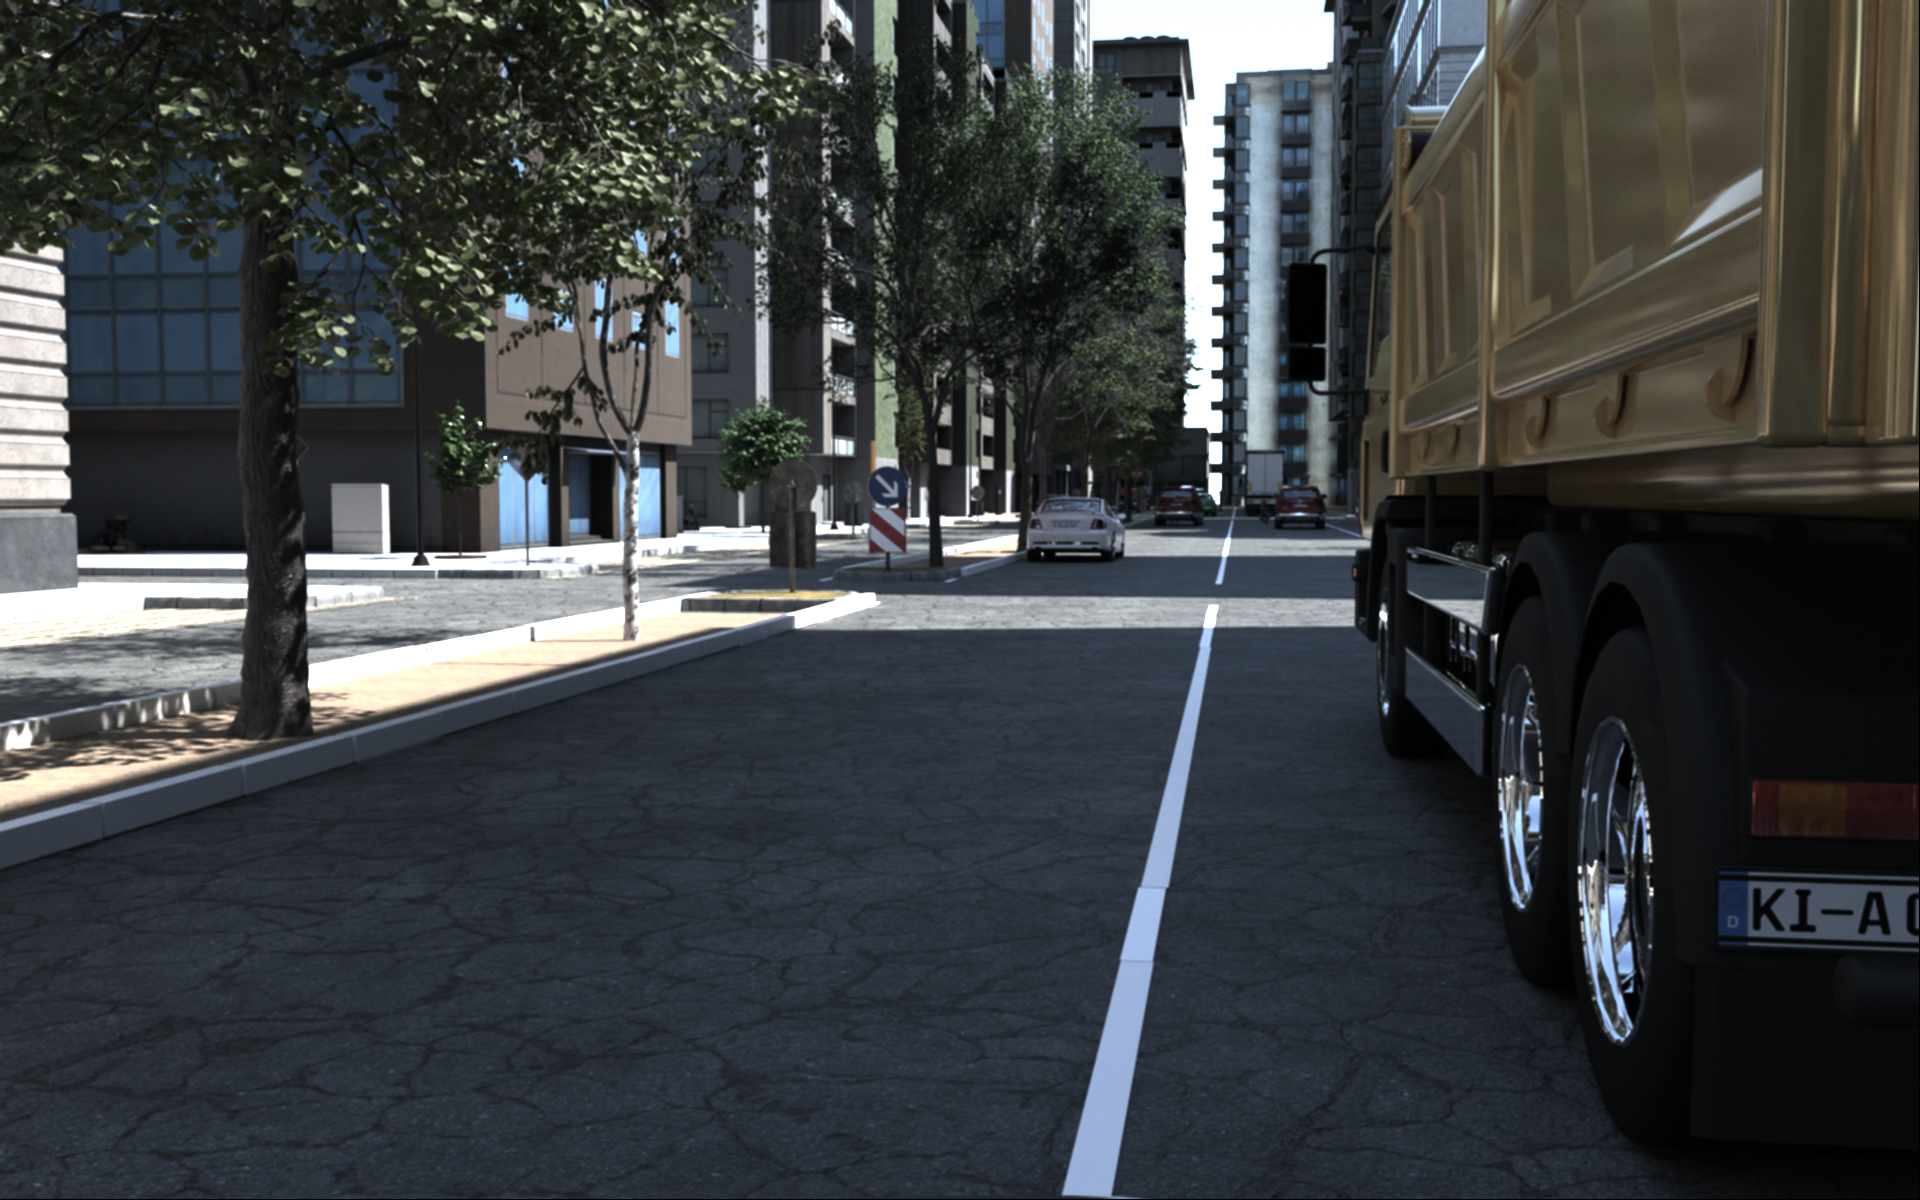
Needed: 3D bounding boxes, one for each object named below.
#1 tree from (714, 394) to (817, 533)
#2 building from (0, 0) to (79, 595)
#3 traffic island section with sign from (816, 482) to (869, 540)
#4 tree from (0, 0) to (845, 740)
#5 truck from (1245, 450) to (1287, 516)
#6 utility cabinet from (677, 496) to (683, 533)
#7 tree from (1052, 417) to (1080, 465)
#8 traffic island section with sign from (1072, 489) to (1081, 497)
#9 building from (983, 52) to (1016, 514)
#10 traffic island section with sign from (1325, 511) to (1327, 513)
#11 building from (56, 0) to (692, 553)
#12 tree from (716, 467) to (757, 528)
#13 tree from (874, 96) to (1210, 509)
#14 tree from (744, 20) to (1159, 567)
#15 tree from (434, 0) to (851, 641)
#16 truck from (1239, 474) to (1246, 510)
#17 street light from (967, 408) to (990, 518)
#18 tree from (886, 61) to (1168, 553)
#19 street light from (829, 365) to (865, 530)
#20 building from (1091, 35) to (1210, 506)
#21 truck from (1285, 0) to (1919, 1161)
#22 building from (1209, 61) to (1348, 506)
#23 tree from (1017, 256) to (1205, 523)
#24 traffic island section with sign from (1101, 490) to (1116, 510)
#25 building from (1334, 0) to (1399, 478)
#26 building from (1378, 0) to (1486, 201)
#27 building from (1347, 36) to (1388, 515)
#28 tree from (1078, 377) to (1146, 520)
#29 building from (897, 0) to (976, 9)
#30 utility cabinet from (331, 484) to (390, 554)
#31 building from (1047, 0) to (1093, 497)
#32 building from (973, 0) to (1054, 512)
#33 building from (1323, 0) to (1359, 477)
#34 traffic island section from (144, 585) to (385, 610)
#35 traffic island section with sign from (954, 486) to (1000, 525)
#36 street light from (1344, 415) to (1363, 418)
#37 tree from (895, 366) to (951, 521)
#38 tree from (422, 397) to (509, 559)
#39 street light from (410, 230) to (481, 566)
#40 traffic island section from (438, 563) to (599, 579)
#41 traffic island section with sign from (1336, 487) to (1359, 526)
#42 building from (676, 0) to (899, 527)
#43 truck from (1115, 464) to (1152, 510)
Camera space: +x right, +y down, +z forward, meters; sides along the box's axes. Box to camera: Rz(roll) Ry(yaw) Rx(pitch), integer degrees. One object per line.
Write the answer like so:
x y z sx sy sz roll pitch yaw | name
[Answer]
-6.422 -4.492 57.153 4.285 4.588 4.351 0 3 0 | tree
-21.880 -11.665 19.609 19.941 23.489 11.050 1 4 9 | building
-3.445 -2.831 54.916 1.989 1.847 2.006 1 4 9 | traffic island section with sign
-4.090 -5.487 10.301 7.486 12.596 7.792 0 3 0 | tree
20.456 -7.772 115.979 2.839 4.237 11.283 1 4 10 | truck
-9.638 -2.802 56.981 1.020 1.237 0.306 -2 4 -30 | utility cabinet
9.272 -12.694 157.905 4.737 8.622 4.395 0 3 0 | tree
8.884 -7.521 131.597 1.989 1.847 2.006 1 4 9 | traffic island section with sign
-4.211 -20.883 113.142 14.160 30.474 14.107 1 4 9 | building
26.144 -7.320 128.311 1.989 1.847 2.006 1 4 9 | traffic island section with sign
-15.837 -24.089 43.963 14.600 45.320 14.200 1 4 9 | building
-8.424 -4.321 65.242 1.663 3.219 1.824 0 3 0 | tree
2.555 -8.584 53.174 12.009 13.543 11.850 0 3 0 | tree
-0.369 -5.876 32.942 8.767 10.594 7.601 1 4 9 | tree
-3.174 -3.915 16.829 4.360 8.622 3.978 0 3 0 | tree
26.686 -9.709 154.661 3.469 3.379 9.791 1 4 9 | truck
1.097 -7.427 93.974 1.470 5.913 1.316 1 4 9 | street light
1.665 -6.932 41.544 9.928 11.665 9.643 0 3 0 | tree
-3.999 -5.481 62.151 1.470 5.913 1.316 1 4 9 | street light
15.287 -37.496 202.301 27.495 52.752 28.713 1 4 9 | building
3.238 -0.691 7.226 3.469 3.379 9.791 1 4 9 | truck
43.629 -35.147 194.262 30.456 49.044 23.786 1 4 9 | building
6.139 -9.315 72.882 7.486 12.596 7.792 0 3 0 | tree
13.335 -9.216 159.311 1.989 1.847 2.006 1 4 9 | traffic island section with sign
40.603 -29.229 132.515 22.147 44.769 28.867 1 4 9 | building
27.527 -18.854 85.752 11.434 29.767 29.804 1 4 9 | building
32.378 -20.842 112.462 14.160 30.474 14.107 1 4 9 | building
7.321 -7.787 80.136 4.360 8.622 3.978 0 3 0 | tree
-6.913 -19.776 95.044 14.160 30.474 14.107 1 4 9 | building
-12.764 -1.726 36.904 1.173 1.500 0.318 1 4 11 | utility cabinet
2.005 -44.745 169.824 20.611 71.187 20.563 1 4 9 | building
-0.785 -29.196 127.470 14.600 45.320 14.200 1 4 9 | building
48.582 -34.911 160.033 28.713 52.752 27.495 1 4 9 | building
-8.942 -0.031 22.790 2.009 0.180 2.903 1 4 9 | traffic island section
0.833 -4.460 81.552 1.989 1.847 2.006 1 4 9 | traffic island section with sign
23.254 -7.900 101.712 1.470 5.913 1.316 1 4 9 | street light
-2.475 -8.126 83.223 4.737 8.622 4.395 0 3 0 | tree
-10.052 -2.437 34.447 1.663 3.219 1.824 0 3 0 | tree
-9.094 -3.554 30.657 1.470 5.913 1.316 1 4 9 | street light
-7.675 -0.513 30.675 2.009 0.180 2.903 1 4 9 | traffic island section
18.293 -4.331 79.436 1.989 1.847 2.006 1 4 9 | traffic island section with sign
-10.850 -23.817 73.009 14.154 41.232 14.086 1 4 9 | building
15.629 -10.135 154.619 2.839 4.237 11.283 1 4 9 | truck
